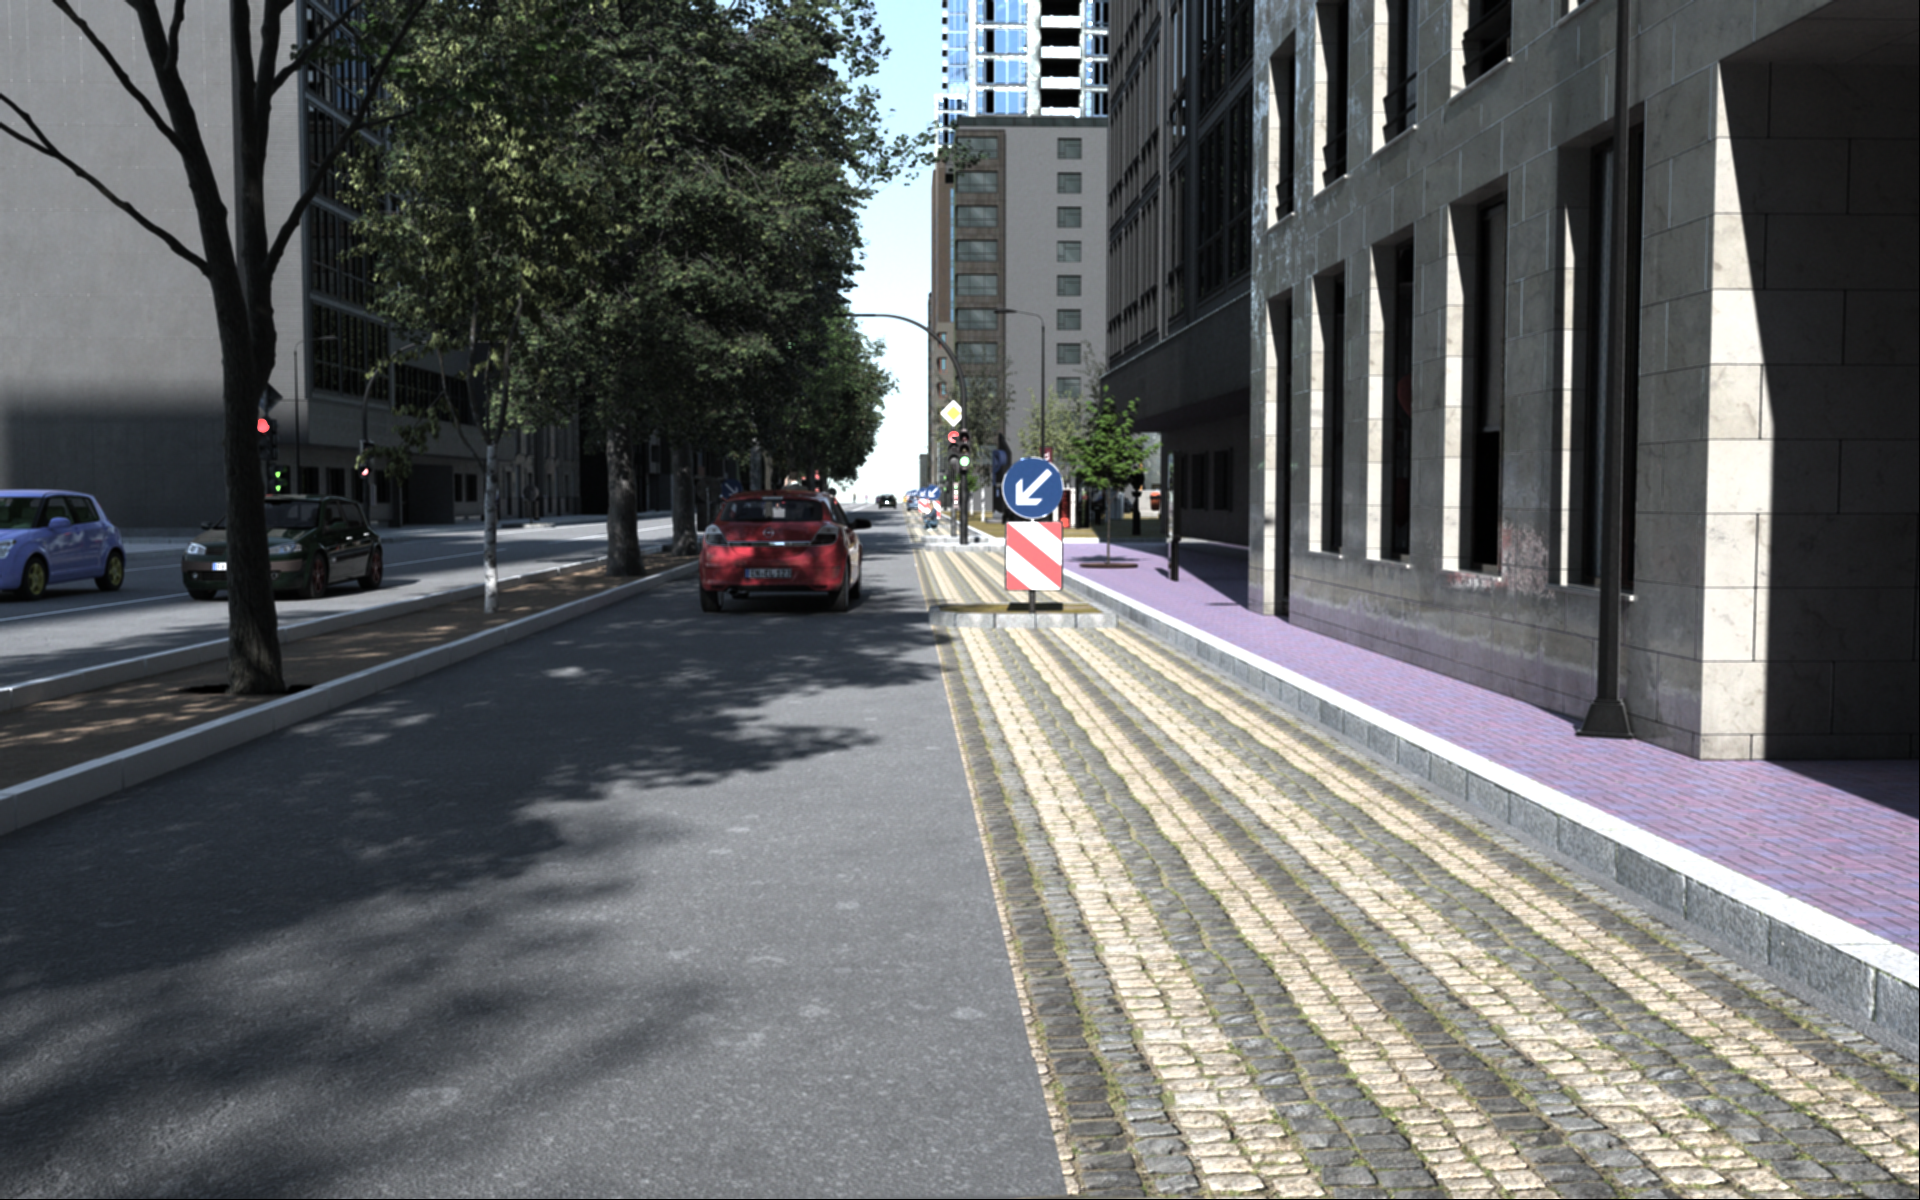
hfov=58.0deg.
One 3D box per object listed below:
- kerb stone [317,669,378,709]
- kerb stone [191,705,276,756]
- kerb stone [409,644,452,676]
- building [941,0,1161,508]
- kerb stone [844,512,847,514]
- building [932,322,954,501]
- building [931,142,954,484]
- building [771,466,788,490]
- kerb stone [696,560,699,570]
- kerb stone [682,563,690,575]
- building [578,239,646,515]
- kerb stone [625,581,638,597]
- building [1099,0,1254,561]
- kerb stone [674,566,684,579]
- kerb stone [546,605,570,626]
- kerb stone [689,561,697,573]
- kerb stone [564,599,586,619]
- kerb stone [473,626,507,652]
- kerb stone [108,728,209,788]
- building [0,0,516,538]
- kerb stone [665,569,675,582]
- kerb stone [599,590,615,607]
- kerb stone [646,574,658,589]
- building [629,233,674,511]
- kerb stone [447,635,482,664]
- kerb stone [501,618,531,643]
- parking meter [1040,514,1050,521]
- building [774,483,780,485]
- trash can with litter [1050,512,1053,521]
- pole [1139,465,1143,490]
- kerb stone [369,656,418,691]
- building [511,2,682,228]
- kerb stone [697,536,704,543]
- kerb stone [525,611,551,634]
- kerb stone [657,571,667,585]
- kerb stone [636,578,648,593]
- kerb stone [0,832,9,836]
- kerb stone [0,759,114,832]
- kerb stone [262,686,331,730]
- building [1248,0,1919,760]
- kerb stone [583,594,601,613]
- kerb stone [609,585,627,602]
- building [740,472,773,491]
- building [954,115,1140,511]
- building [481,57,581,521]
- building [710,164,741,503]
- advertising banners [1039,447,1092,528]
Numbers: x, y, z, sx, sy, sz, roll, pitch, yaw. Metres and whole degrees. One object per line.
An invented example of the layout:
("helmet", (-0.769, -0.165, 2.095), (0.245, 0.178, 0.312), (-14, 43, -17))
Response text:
("kerb stone", (-4.261, 0.624, 12.001), (0.120, 0.150, 1.000), (0, 4, -2))
("kerb stone", (-4.187, 0.753, 9.944), (0.120, 0.150, 1.000), (0, 4, -2))
("kerb stone", (-4.331, 0.498, 14.049), (0.120, 0.150, 1.000), (0, 4, -2))
("building", (9.476, -51.636, 156.921), (22.319, 86.520, 31.000), (0, 4, -2))
("kerb stone", (-8.259, -6.303, 125.262), (0.120, 0.150, 1.000), (0, 4, -2))
("building", (11.057, -21.062, 189.403), (27.650, 21.520, 28.899), (0, 4, -2))
("building", (3.964, -34.794, 218.987), (14.600, 45.320, 14.200), (0, 4, -2))
("building", (-34.881, -30.806, 275.379), (14.160, 30.474, 14.107), (0, 4, -2))
("kerb stone", (-4.993, -0.627, 32.513), (0.120, 0.150, 1.000), (0, 4, -2))
("kerb stone", (-4.908, -0.506, 30.465), (0.120, 0.150, 1.000), (0, 4, -2))
("building", (-28.171, -17.409, 114.320), (12.332, 23.373, 15.834), (0, 4, -2))
("kerb stone", (-4.692, -0.127, 24.297), (0.120, 0.150, 1.000), (0, 4, -2))
("building", (10.924, -14.525, 30.991), (14.314, 27.812, 24.014), (0, 4, -2))
("kerb stone", (-4.862, -0.442, 29.432), (0.120, 0.150, 1.000), (0, 4, -2))
("kerb stone", (-4.506, 0.186, 19.168), (0.120, 0.150, 1.000), (0, 4, -2))
("kerb stone", (-4.943, -0.569, 31.492), (0.120, 0.150, 1.000), (0, 4, -2))
("kerb stone", (-4.546, 0.123, 20.189), (0.120, 0.150, 1.000), (0, 4, -2))
("kerb stone", (-4.404, 0.375, 16.095), (0.120, 0.150, 1.000), (0, 4, -2))
("kerb stone", (-4.144, 0.815, 8.923), (0.120, 0.150, 1.000), (0, 4, -2))
("building", (-27.157, -15.045, 65.044), (14.314, 24.678, 30.058), (0, 4, -2))
("kerb stone", (-4.841, -0.380, 28.408), (0.120, 0.150, 1.000), (0, 4, -2))
("kerb stone", (-4.615, 0.002, 22.253), (0.120, 0.150, 1.000), (0, 4, -2))
("kerb stone", (-4.761, -0.254, 26.351), (0.120, 0.150, 1.000), (0, 4, -2))
("building", (-29.662, -22.096, 132.965), (14.160, 30.474, 14.107), (0, 4, -2))
("kerb stone", (-4.364, 0.441, 15.072), (0.120, 0.150, 1.000), (0, 4, -2))
("kerb stone", (-4.429, 0.310, 17.120), (0.120, 0.150, 1.000), (0, 4, -2))
("parking meter", (2.747, -3.072, 55.938), (0.255, 1.863, 0.399), (0, 4, -5))
("building", (-38.031, -36.611, 253.212), (22.147, 44.769, 28.867), (0, 4, -2))
("trash can with litter", (3.587, -3.409, 67.120), (1.055, 1.170, 0.624), (0, 4, -3))
("pole", (10.624, -6.599, 101.739), (0.158, 3.312, 0.155), (0, 3, 0))
("kerb stone", (-4.298, 0.561, 13.023), (0.120, 0.150, 1.000), (0, 4, -2))
("building", (-31.275, -30.366, 146.591), (14.600, 45.320, 14.200), (0, 4, -2))
("kerb stone", (-7.786, -1.850, 52.539), (0.120, 0.150, 1.000), (0, 4, -2))
("kerb stone", (-4.470, 0.249, 18.142), (0.120, 0.150, 1.000), (0, 4, -2))
("kerb stone", (-4.802, -0.316, 27.372), (0.120, 0.150, 1.000), (0, 4, -2))
("kerb stone", (-4.726, -0.192, 25.327), (0.120, 0.150, 1.000), (0, 4, -2))
("kerb stone", (-4.069, 0.937, 6.874), (0.120, 0.150, 1.000), (0, 4, -2))
("kerb stone", (-4.109, 0.874, 7.901), (0.120, 0.150, 1.000), (0, 4, -2))
("kerb stone", (-4.224, 0.691, 10.971), (0.120, 0.150, 1.000), (0, 4, -2))
("building", (8.662, -9.512, 10.275), (10.420, 20.320, 16.860), (0, 4, -2))
("kerb stone", (-4.576, 0.060, 21.227), (0.120, 0.150, 1.000), (0, 4, -2))
("kerb stone", (-4.655, -0.066, 23.276), (0.120, 0.150, 1.000), (0, 4, -2))
("building", (-36.874, -34.827, 224.045), (22.147, 44.769, 28.867), (0, 4, -2))
("building", (6.466, -22.281, 136.000), (14.160, 30.474, 14.107), (0, 4, -2))
("building", (-28.477, -18.107, 93.305), (12.463, 27.353, 25.104), (0, 4, -2))
("building", (-31.854, -30.957, 189.736), (14.154, 41.232, 14.086), (0, 4, -2))
("advertising banners", (3.941, -4.198, 64.829), (2.074, 3.025, 0.090), (-1, 4, -14))
